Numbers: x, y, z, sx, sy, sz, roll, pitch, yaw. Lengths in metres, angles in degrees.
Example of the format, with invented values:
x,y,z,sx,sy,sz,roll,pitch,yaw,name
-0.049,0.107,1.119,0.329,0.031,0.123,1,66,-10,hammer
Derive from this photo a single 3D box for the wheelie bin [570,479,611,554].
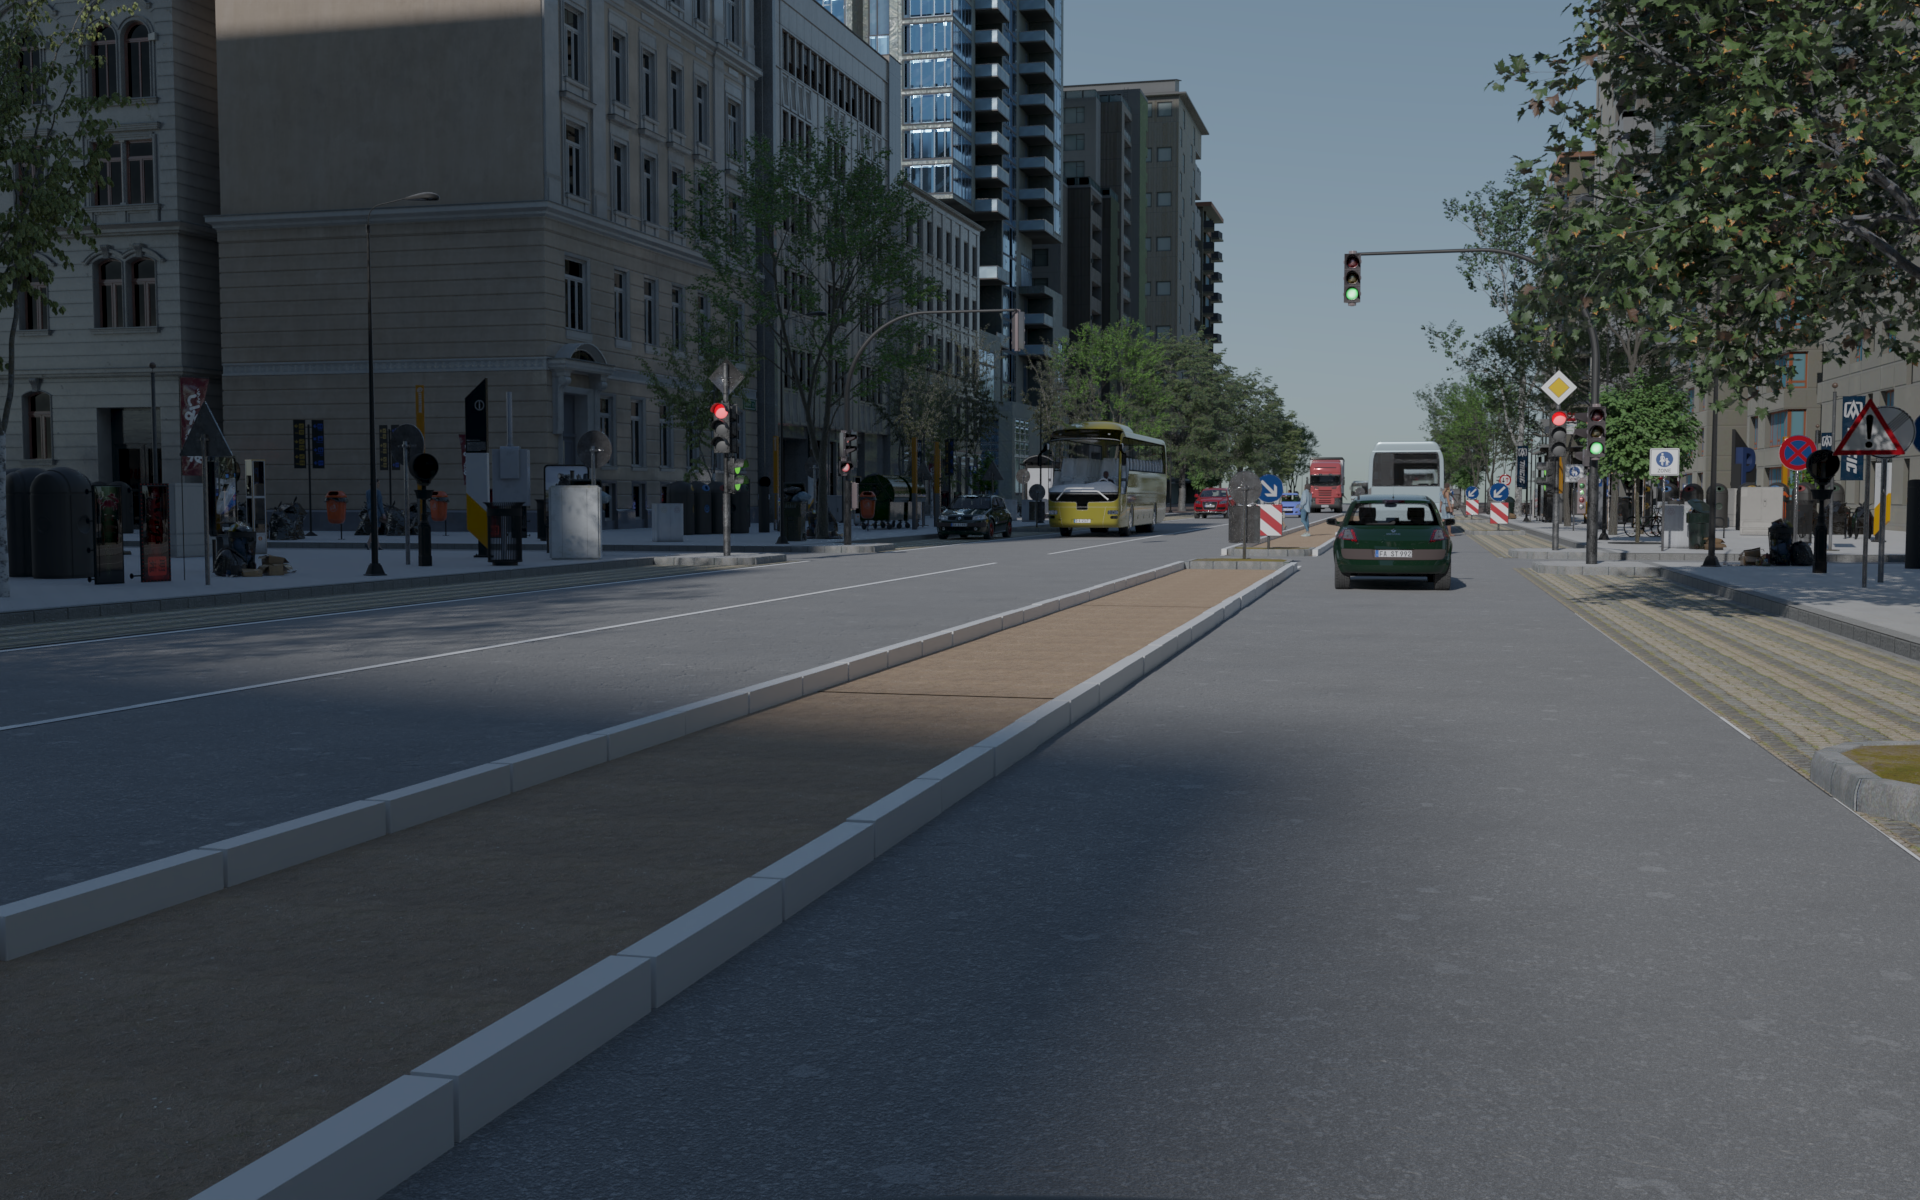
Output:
x,y,z,sx,sy,sz,roll,pitch,yaw,name
-7.790,-1.732,36.230,0.980,1.594,0.693,-1,4,-10,wheelie bin

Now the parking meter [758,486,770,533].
x,y,z,sx,sy,sz,roll,pitch,yaw,name
-6.524,-3.012,57.663,0.372,1.533,0.369,0,3,0,parking meter

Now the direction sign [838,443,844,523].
x,y,z,sx,sy,sz,roll,pitch,yaw,name
-5.199,-5.184,76.756,0.379,3.537,0.876,1,4,21,direction sign

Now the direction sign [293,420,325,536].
x,y,z,sx,sy,sz,roll,pitch,yaw,name
-19.850,-3.723,52.864,0.876,3.537,0.379,-1,4,-14,direction sign

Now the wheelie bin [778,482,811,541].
x,y,z,sx,sy,sz,roll,pitch,yaw,name
-4.518,-2.398,47.116,0.980,1.594,0.693,1,4,10,wheelie bin

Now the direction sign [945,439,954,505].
x,y,z,sx,sy,sz,roll,pitch,yaw,name
-0.437,-4.848,71.263,0.379,3.537,0.876,-1,4,-22,direction sign

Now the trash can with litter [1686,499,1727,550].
x,y,z,sx,sy,sz,roll,pitch,yaw,name
17.268,-1.748,39.961,0.624,1.170,1.055,-1,4,-17,trash can with litter

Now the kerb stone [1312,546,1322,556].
x,y,z,sx,sy,sz,roll,pitch,yaw,name
8.345,-1.120,40.564,0.120,0.150,1.000,1,4,14,kerb stone

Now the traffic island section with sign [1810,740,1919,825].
x,y,z,sx,sy,sz,roll,pitch,yaw,name
5.091,0.044,7.914,1.989,1.847,2.006,1,4,14,traffic island section with sign

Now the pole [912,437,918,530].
x,y,z,sx,sy,sz,roll,pitch,yaw,name
-1.631,-4.189,62.333,0.158,3.312,0.155,0,3,0,pole

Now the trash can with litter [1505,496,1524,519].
x,y,z,sx,sy,sz,roll,pitch,yaw,name
28.241,-4.725,88.642,0.624,1.170,1.055,0,4,-2,trash can with litter

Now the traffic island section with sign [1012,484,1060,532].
x,y,z,sx,sy,sz,roll,pitch,yaw,name
2.875,-3.499,65.839,1.989,1.847,2.006,1,4,14,traffic island section with sign

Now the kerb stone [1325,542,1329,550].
x,y,z,sx,sy,sz,roll,pitch,yaw,name
9.130,-1.301,43.554,0.120,0.150,1.000,1,4,14,kerb stone

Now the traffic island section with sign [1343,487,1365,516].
x,y,z,sx,sy,sz,roll,pitch,yaw,name
26.166,-6.444,113.500,2.006,1.907,1.989,1,4,14,traffic island section with sign

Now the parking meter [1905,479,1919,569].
x,y,z,sx,sy,sz,roll,pitch,yaw,name
16.447,-1.303,29.721,0.372,1.533,0.369,0,3,0,parking meter

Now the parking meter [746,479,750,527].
x,y,z,sx,sy,sz,roll,pitch,yaw,name
-8.342,-3.753,67.076,0.399,1.863,0.255,2,4,33,parking meter

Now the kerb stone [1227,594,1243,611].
x,y,z,sx,sy,sz,roll,pitch,yaw,name
3.317,0.062,21.181,0.120,0.150,1.000,1,4,14,kerb stone

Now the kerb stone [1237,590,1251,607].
x,y,z,sx,sy,sz,roll,pitch,yaw,name
3.590,0.002,22.168,0.120,0.150,1.000,1,4,14,kerb stone

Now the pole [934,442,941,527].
x,y,z,sx,sy,sz,roll,pitch,yaw,name
-0.922,-4.512,67.622,0.158,3.312,0.155,0,3,0,pole

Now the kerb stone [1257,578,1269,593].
x,y,z,sx,sy,sz,roll,pitch,yaw,name
4.354,-0.180,25.143,0.120,0.150,1.000,1,4,14,kerb stone

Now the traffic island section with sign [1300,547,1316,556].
x,y,z,sx,sy,sz,roll,pitch,yaw,name
7.325,-1.995,40.753,2.006,1.907,1.989,1,4,14,traffic island section with sign

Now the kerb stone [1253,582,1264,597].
x,y,z,sx,sy,sz,roll,pitch,yaw,name
4.104,-0.119,24.149,0.120,0.150,1.000,1,4,14,kerb stone

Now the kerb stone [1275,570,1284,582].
x,y,z,sx,sy,sz,roll,pitch,yaw,name
5.131,-0.357,28.119,0.120,0.150,1.000,1,4,14,kerb stone

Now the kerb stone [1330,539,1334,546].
x,y,z,sx,sy,sz,roll,pitch,yaw,name
9.900,-1.486,46.526,0.120,0.150,1.000,1,4,14,kerb stone

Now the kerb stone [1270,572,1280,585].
x,y,z,sx,sy,sz,roll,pitch,yaw,name
4.877,-0.302,27.126,0.120,0.150,1.000,1,4,14,kerb stone

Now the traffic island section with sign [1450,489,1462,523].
x,y,z,sx,sy,sz,roll,pitch,yaw,name
25.598,-4.796,87.035,1.989,1.847,2.006,1,4,14,traffic island section with sign

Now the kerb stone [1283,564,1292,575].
x,y,z,sx,sy,sz,roll,pitch,yaw,name
5.638,-0.484,30.102,0.120,0.150,1.000,1,4,14,kerb stone

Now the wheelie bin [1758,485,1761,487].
x,y,z,sx,sy,sz,roll,pitch,yaw,name
28.740,-3.327,62.305,0.693,1.594,0.980,2,4,30,wheelie bin

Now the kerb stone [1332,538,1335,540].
x,y,z,sx,sy,sz,roll,pitch,yaw,name
10.153,-1.549,47.523,0.120,0.150,1.000,1,4,14,kerb stone

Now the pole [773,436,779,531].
x,y,z,sx,sy,sz,roll,pitch,yaw,name
-6.467,-4.103,60.922,0.158,3.312,0.155,0,3,0,pole

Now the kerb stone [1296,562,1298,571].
x,y,z,sx,sy,sz,roll,pitch,yaw,name
6.160,-0.604,32.080,0.120,0.150,1.000,1,4,14,kerb stone

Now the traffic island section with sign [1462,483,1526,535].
x,y,z,sx,sy,sz,roll,pitch,yaw,name
18.819,-3.200,60.943,1.989,1.847,2.006,1,4,14,traffic island section with sign

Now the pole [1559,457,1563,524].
x,y,z,sx,sy,sz,roll,pitch,yaw,name
25.738,-4.919,74.273,0.158,3.312,0.155,0,3,0,pole

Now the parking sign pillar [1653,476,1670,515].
x,y,z,sx,sy,sz,roll,pitch,yaw,name
43.111,-7.194,106.098,1.447,3.967,1.447,1,4,9,parking sign pillar

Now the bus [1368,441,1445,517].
x,y,z,sx,sy,sz,roll,pitch,yaw,name
17.323,-4.416,67.060,2.948,3.499,13.247,1,4,15,bus

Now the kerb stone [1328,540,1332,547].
x,y,z,sx,sy,sz,roll,pitch,yaw,name
9.637,-1.425,45.539,0.120,0.150,1.000,1,4,14,kerb stone

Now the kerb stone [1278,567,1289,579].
x,y,z,sx,sy,sz,roll,pitch,yaw,name
5.387,-0.423,29.111,0.120,0.150,1.000,1,4,14,kerb stone

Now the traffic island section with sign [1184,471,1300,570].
x,y,z,sx,sy,sz,roll,pitch,yaw,name
5.457,-1.556,33.584,2.006,1.907,1.989,1,4,14,traffic island section with sign

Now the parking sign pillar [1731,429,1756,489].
x,y,z,sx,sy,sz,roll,pitch,yaw,name
32.676,-5.123,72.229,1.447,3.967,1.447,-3,4,-38,parking sign pillar

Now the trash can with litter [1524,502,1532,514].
x,y,z,sx,sy,sz,roll,pitch,yaw,name
36.342,-6.037,110.094,1.055,1.170,0.624,2,4,34,trash can with litter

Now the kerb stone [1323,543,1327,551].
x,y,z,sx,sy,sz,roll,pitch,yaw,name
8.867,-1.239,42.566,0.120,0.150,1.000,1,4,14,kerb stone

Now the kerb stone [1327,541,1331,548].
x,y,z,sx,sy,sz,roll,pitch,yaw,name
9.384,-1.362,44.549,0.120,0.150,1.000,1,4,14,kerb stone

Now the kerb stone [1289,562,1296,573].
x,y,z,sx,sy,sz,roll,pitch,yaw,name
5.893,-0.544,31.094,0.120,0.150,1.000,1,4,14,kerb stone

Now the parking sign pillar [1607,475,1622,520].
x,y,z,sx,sy,sz,roll,pitch,yaw,name
32.797,-6.039,87.205,1.447,3.967,1.447,2,4,27,parking sign pillar

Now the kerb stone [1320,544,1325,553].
x,y,z,sx,sy,sz,roll,pitch,yaw,name
8.609,-1.184,41.557,0.120,0.150,1.000,1,4,14,kerb stone

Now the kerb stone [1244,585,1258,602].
x,y,z,sx,sy,sz,roll,pitch,yaw,name
3.845,-0.059,23.158,0.120,0.150,1.000,1,4,14,kerb stone

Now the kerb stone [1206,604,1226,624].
x,y,z,sx,sy,sz,roll,pitch,yaw,name
2.808,0.183,19.200,0.120,0.150,1.000,1,4,14,kerb stone

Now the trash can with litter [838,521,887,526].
x,y,z,sx,sy,sz,roll,pitch,yaw,name
-3.811,-3.584,69.657,2.233,1.210,1.678,0,4,-5,trash can with litter

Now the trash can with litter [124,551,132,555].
x,y,z,sx,sy,sz,roll,pitch,yaw,name
-18.189,-1.525,35.990,1.678,1.210,2.233,2,4,27,trash can with litter

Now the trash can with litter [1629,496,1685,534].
x,y,z,sx,sy,sz,roll,pitch,yaw,name
22.408,-2.704,55.276,2.233,1.210,1.678,0,4,1,trash can with litter

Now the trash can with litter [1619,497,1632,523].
x,y,z,sx,sy,sz,roll,pitch,yaw,name
29.917,-4.038,77.416,1.055,1.170,0.624,-3,5,-45,trash can with litter

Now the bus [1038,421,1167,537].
x,y,z,sx,sy,sz,roll,pitch,yaw,name
5.368,-4.299,61.827,2.896,3.916,12.252,1,4,14,bus

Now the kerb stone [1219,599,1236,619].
x,y,z,sx,sy,sz,roll,pitch,yaw,name
3.074,0.123,20.188,0.120,0.150,1.000,1,4,14,kerb stone

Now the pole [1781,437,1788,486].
x,y,z,sx,sy,sz,roll,pitch,yaw,name
29.295,-4.142,61.564,0.158,3.312,0.155,0,3,0,pole

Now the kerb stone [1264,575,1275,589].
x,y,z,sx,sy,sz,roll,pitch,yaw,name
4.612,-0.241,26.132,0.120,0.150,1.000,1,4,14,kerb stone

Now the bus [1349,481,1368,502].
x,y,z,sx,sy,sz,roll,pitch,yaw,name
55.252,-14.921,238.818,2.948,3.499,13.247,1,4,13,bus

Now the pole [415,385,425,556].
x,y,z,sx,sy,sz,roll,pitch,yaw,name
-10.106,-2.364,32.492,0.158,3.312,0.155,0,3,0,pole

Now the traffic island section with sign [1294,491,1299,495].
x,y,z,sx,sy,sz,roll,pitch,yaw,name
42.616,-12.878,219.190,1.989,1.847,2.006,1,4,14,traffic island section with sign

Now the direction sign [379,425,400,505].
x,y,z,sx,sy,sz,roll,pitch,yaw,name
-18.656,-3.958,56.708,0.876,3.537,0.379,2,4,28,direction sign
